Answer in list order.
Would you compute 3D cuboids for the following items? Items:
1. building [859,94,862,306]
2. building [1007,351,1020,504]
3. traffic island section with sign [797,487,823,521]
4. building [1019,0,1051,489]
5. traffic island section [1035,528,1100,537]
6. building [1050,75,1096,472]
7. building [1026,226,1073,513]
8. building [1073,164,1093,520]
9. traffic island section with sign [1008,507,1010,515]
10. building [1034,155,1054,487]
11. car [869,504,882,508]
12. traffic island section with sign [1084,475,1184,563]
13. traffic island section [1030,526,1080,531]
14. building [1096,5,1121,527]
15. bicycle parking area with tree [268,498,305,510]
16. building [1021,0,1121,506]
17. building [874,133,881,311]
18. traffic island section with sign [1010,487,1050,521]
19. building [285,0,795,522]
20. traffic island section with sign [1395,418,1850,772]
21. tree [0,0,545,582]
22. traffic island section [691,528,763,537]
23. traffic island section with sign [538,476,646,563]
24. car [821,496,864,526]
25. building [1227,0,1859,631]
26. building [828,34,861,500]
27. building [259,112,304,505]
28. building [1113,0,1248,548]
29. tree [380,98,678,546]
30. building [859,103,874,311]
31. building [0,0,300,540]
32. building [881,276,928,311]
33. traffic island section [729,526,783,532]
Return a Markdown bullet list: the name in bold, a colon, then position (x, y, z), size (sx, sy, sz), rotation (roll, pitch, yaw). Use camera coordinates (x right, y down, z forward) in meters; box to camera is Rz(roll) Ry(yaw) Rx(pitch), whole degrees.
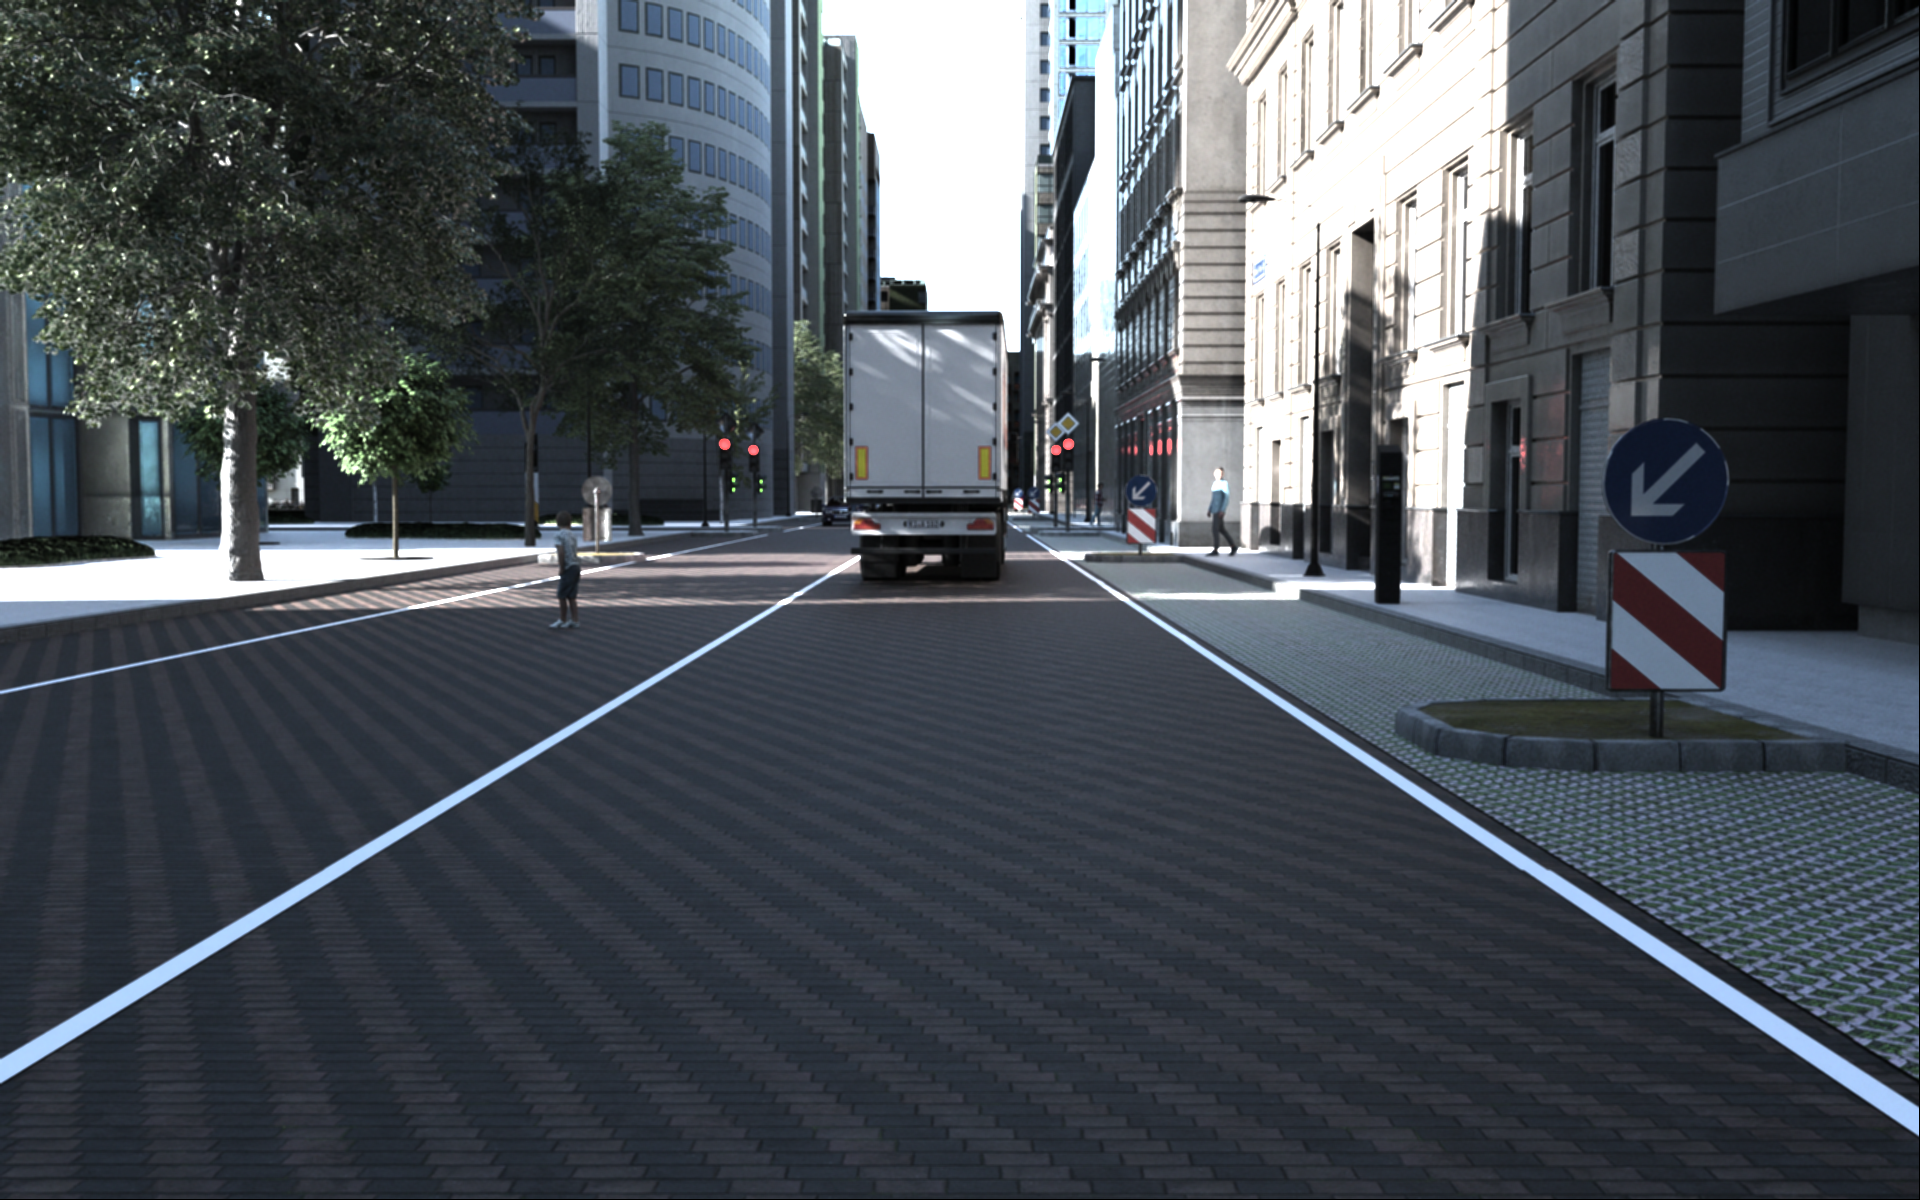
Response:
- **building**: position (-21.206, -31.616, 171.541), size (22.147, 44.769, 28.867), rotation (0, 4, 0)
- **building**: position (10.264, -24.128, 239.530), size (28.899, 21.520, 27.650), rotation (0, 4, 0)
- **traffic island section with sign**: position (-7.609, -5.129, 92.489), size (1.989, 1.847, 2.006), rotation (0, 4, 0)
- **building**: position (17.491, -40.419, 202.850), size (21.231, 58.520, 28.212), rotation (0, 4, 0)
- **traffic island section**: position (3.715, -2.270, 59.396), size (2.009, 0.180, 2.903), rotation (0, 4, 0)
- **building**: position (13.225, -19.092, 105.668), size (14.314, 27.812, 24.014), rotation (0, 4, 0)
- **building**: position (11.984, -17.623, 129.936), size (13.314, 21.916, 24.055), rotation (0, 4, 0)
- **building**: position (11.333, -14.113, 85.503), size (10.420, 20.320, 16.860), rotation (0, 4, 0)
- **traffic island section with sign**: position (3.911, -6.813, 120.018), size (1.989, 1.847, 2.006), rotation (0, 4, 0)
- **building**: position (13.374, -23.155, 150.293), size (14.160, 30.474, 14.107), rotation (0, 4, 0)
- **car**: position (-4.614, -5.751, 106.025), size (2.014, 1.417, 4.499), rotation (0, 4, 2)
- **traffic island section with sign**: position (3.661, -1.722, 36.776), size (1.989, 1.847, 2.006), rotation (0, 4, 0)
- **traffic island section**: position (3.739, -2.758, 67.381), size (2.009, 0.180, 2.903), rotation (0, 4, 0)
- **building**: position (14.362, -13.242, 71.257), size (16.860, 20.320, 10.420), rotation (0, 4, 0)
- **bicycle parking area with tree**: position (-55.618, -9.089, 135.611), size (9.016, 4.147, 8.231), rotation (0, 4, 4)
- **building**: position (17.742, -52.528, 171.504), size (22.319, 86.520, 31.000), rotation (0, 4, 0)
- **building**: position (-17.019, -34.261, 210.272), size (14.200, 45.320, 14.600), rotation (0, 4, 0)
- **traffic island section with sign**: position (3.826, -5.164, 93.063), size (1.989, 1.847, 2.006), rotation (0, 4, 0)
- **building**: position (-20.772, -33.617, 91.630), size (21.231, 58.520, 28.212), rotation (0, 4, 0)
- **traffic island section with sign**: position (3.579, -0.073, 9.821), size (1.989, 1.847, 2.006), rotation (0, 4, 0)
- **tree**: position (-10.721, -7.258, 25.325), size (9.857, 13.997, 8.962), rotation (0, 3, 0)
- **traffic island section**: position (-8.027, -2.273, 59.436), size (2.009, 0.180, 2.903), rotation (0, 4, 0)
- **traffic island section with sign**: position (-7.771, -1.726, 36.844), size (1.989, 1.847, 2.006), rotation (0, 4, 0)
- **car**: position (-5.332, -4.062, 78.999), size (1.945, 1.354, 3.894), rotation (0, 4, 0)
- **building**: position (12.155, -14.083, 27.524), size (12.463, 27.353, 25.104), rotation (0, 4, 0)
- **building**: position (-16.035, -28.504, 149.637), size (14.154, 41.232, 14.086), rotation (0, 4, 0)
- **building**: position (-66.031, -37.558, 203.309), size (27.495, 52.752, 28.713), rotation (0, 4, 0)
- **building**: position (9.945, -12.268, 49.734), size (9.793, 20.994, 18.267), rotation (0, 4, 0)
- **tree**: position (-10.678, -6.578, 41.962), size (8.767, 10.594, 7.601), rotation (1, 4, 12)
- **building**: position (-17.560, -33.205, 193.007), size (14.600, 45.320, 14.200), rotation (0, 4, 0)
- **building**: position (-35.809, -26.125, 46.745), size (30.456, 49.044, 23.786), rotation (0, 4, 0)
- **building**: position (-11.258, -28.227, 233.218), size (14.107, 30.474, 14.160), rotation (0, 4, 0)
- **traffic island section**: position (-8.002, -2.761, 67.421), size (2.009, 0.180, 2.903), rotation (0, 4, 0)
